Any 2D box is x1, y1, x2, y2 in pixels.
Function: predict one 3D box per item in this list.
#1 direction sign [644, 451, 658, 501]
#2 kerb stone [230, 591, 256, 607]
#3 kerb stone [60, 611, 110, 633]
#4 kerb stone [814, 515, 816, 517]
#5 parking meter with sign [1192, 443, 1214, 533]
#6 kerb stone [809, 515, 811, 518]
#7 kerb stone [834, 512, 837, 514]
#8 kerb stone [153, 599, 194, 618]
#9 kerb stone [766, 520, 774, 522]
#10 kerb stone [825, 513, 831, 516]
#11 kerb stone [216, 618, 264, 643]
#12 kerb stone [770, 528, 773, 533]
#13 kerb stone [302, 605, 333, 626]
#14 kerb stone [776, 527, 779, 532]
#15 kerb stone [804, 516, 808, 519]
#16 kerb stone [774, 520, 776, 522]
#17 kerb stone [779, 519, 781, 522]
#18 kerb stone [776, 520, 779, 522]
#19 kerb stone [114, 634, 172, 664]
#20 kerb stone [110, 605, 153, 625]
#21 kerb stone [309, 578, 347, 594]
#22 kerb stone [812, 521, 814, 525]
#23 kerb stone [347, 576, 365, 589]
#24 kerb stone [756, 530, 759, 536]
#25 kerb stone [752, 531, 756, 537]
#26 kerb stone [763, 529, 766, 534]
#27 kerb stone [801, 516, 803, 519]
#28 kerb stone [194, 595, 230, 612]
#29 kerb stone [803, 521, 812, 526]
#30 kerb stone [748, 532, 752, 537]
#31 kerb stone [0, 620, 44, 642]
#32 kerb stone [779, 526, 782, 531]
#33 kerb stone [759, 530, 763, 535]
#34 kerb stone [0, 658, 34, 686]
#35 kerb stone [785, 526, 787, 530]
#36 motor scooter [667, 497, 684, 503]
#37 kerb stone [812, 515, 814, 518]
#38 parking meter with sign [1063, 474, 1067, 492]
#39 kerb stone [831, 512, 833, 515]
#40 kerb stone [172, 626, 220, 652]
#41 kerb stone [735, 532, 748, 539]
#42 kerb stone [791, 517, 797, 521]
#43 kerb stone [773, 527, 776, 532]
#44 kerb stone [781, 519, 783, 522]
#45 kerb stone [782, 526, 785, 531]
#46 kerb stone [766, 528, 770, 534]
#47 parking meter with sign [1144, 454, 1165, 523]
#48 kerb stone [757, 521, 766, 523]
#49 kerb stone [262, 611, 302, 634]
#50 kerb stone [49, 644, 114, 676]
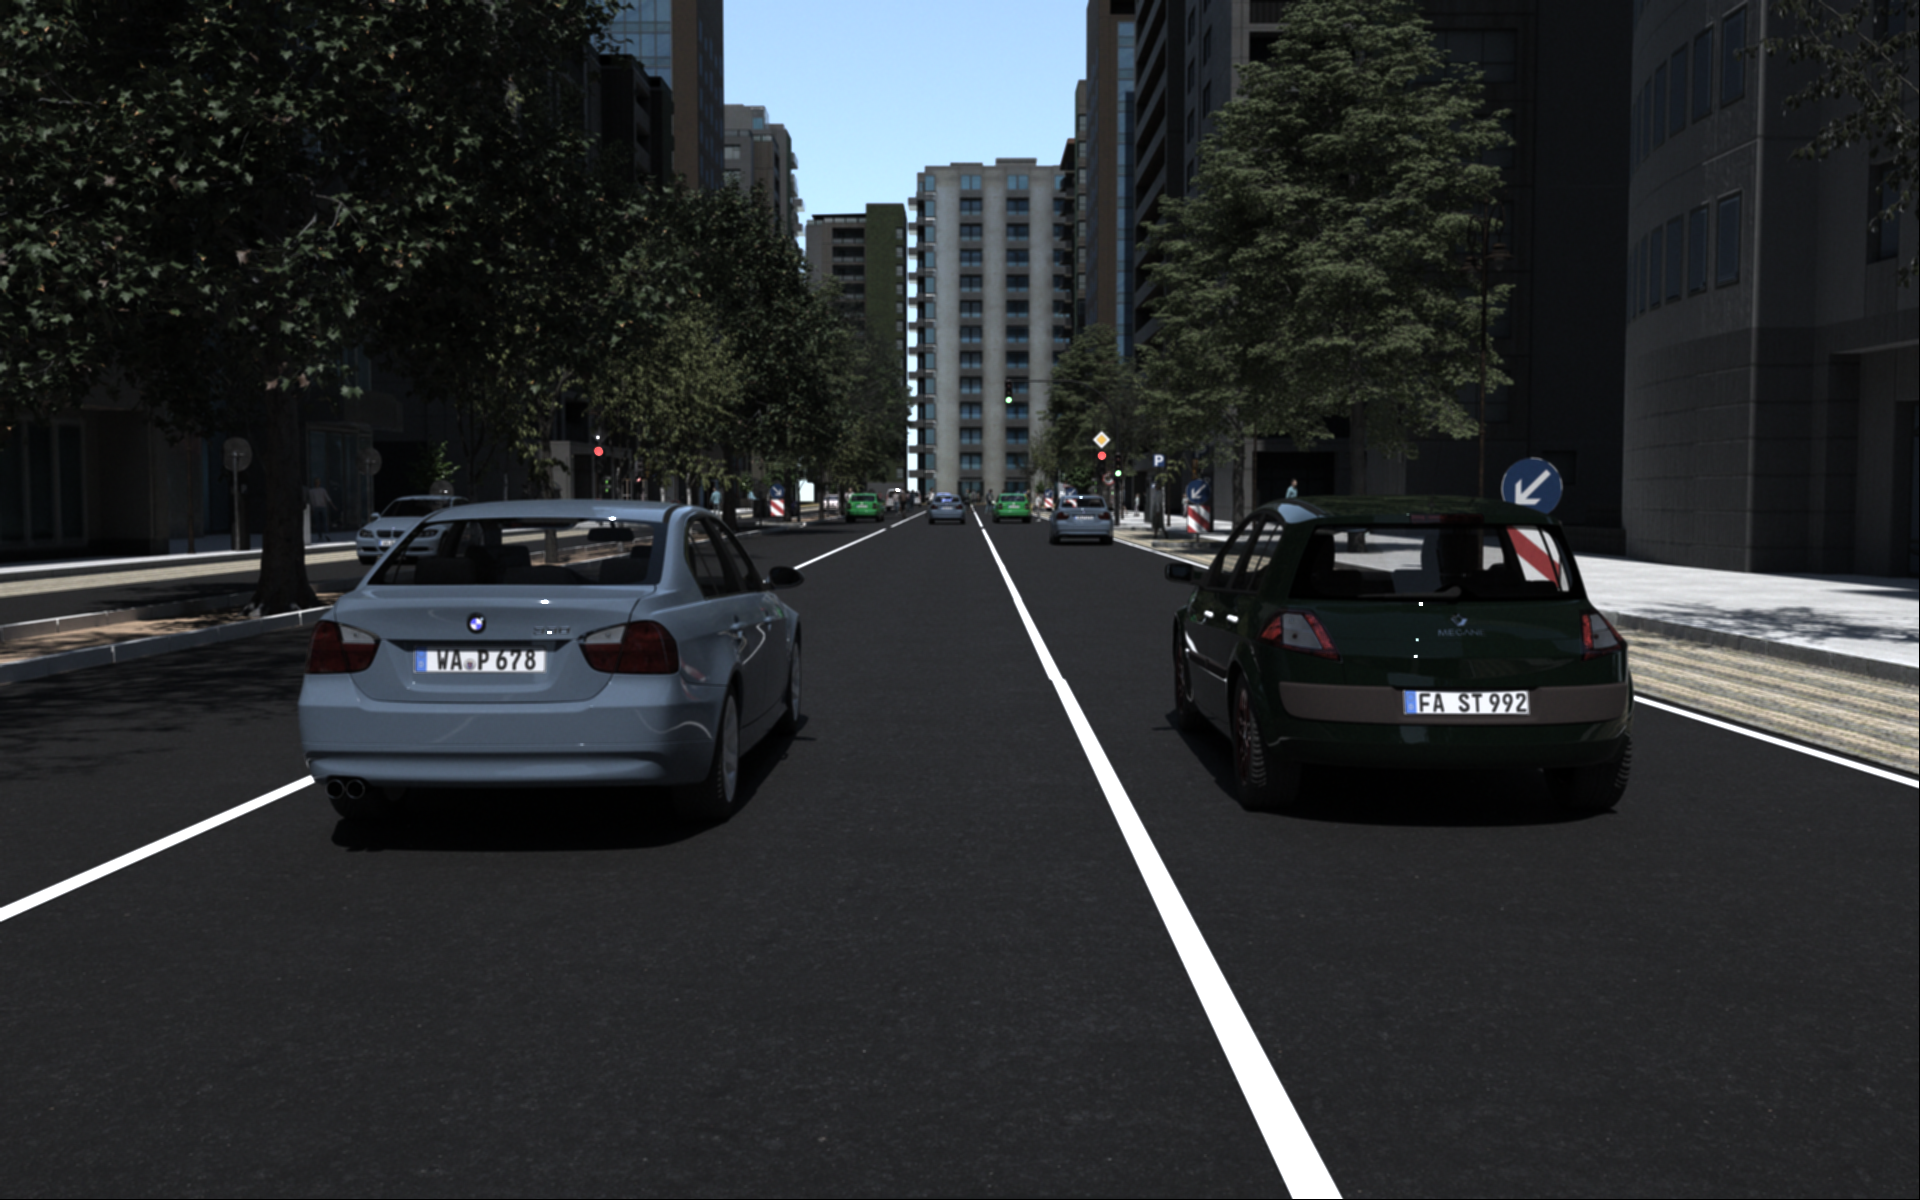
[{"bbox_3d":[-16.186,-6.035,90.672,0.379,3.537,0.876,3,5,41],"label":"direction sign"},{"bbox_3d":[-9.276,-0.008,22.345,0.120,0.150,1.000,0,4,0],"label":"kerb stone"},{"bbox_3d":[-9.295,0.242,18.243,0.120,0.150,1.000,0,4,0],"label":"kerb stone"},{"bbox_3d":[-9.001,-5.059,104.916,0.120,0.150,1.000,0,4,0],"label":"kerb stone"},{"bbox_3d":[8.238,-3.796,58.327,0.543,3.016,1.738,0,4,-3],"label":"parking meter with sign"},{"bbox_3d":[-9.020,-4.866,101.837,0.120,0.150,1.000,0,4,0],"label":"kerb stone"},{"bbox_3d":[-8.947,-6.113,122.334,0.120,0.150,1.000,0,4,0],"label":"kerb stone"},{"bbox_3d":[-9.287,0.117,20.288,0.120,0.150,1.000,0,4,0],"label":"kerb stone"},{"bbox_3d":[-9.084,-3.676,82.325,0.120,0.150,1.000,0,4,0],"label":"kerb stone"},{"bbox_3d":[-8.966,-5.809,117.201,0.120,0.150,1.000,0,4,0],"label":"kerb stone"},{"bbox_3d":[-7.194,0.307,17.182,0.120,0.150,1.000,0,4,0],"label":"kerb stone"},{"bbox_3d":[-7.040,-2.512,63.299,0.120,0.150,1.000,0,4,0],"label":"kerb stone"},{"bbox_3d":[-7.186,0.181,19.235,0.120,0.150,1.000,0,4,0],"label":"kerb stone"},{"bbox_3d":[-7.048,-2.639,65.345,0.120,0.150,1.000,0,4,0],"label":"kerb stone"},{"bbox_3d":[-9.025,-4.745,99.777,0.120,0.150,1.000,0,4,0],"label":"kerb stone"},{"bbox_3d":[-9.075,-3.741,83.354,0.120,0.150,1.000,0,4,0],"label":"kerb stone"},{"bbox_3d":[-9.069,-3.866,85.408,0.120,0.150,1.000,0,4,0],"label":"kerb stone"},{"bbox_3d":[-9.074,-3.801,84.376,0.120,0.150,1.000,0,4,0],"label":"kerb stone"},{"bbox_3d":[-7.204,0.432,15.138,0.120,0.150,1.000,0,4,0],"label":"kerb stone"},{"bbox_3d":[-9.297,0.179,19.265,0.120,0.150,1.000,0,4,0],"label":"kerb stone"},{"bbox_3d":[-9.271,-0.195,25.420,0.120,0.150,1.000,0,4,0],"label":"kerb stone"},{"bbox_3d":[-6.989,-3.544,80.266,0.120,0.150,1.000,0,4,0],"label":"kerb stone"},{"bbox_3d":[-9.264,-0.260,26.441,0.120,0.150,1.000,0,4,0],"label":"kerb stone"},{"bbox_3d":[-7.060,-2.263,59.195,0.120,0.150,1.000,0,4,0],"label":"kerb stone"},{"bbox_3d":[-7.059,-2.200,58.171,0.120,0.150,1.000,0,4,0],"label":"kerb stone"},{"bbox_3d":[-7.051,-2.389,61.255,0.120,0.150,1.000,0,4,0],"label":"kerb stone"},{"bbox_3d":[-9.036,-4.557,96.696,0.120,0.150,1.000,0,4,0],"label":"kerb stone"},{"bbox_3d":[-9.287,0.054,21.319,0.120,0.150,1.000,0,4,0],"label":"kerb stone"},{"bbox_3d":[-6.993,-3.489,79.238,0.120,0.150,1.000,0,4,0],"label":"kerb stone"},{"bbox_3d":[-7.069,-2.137,57.149,0.120,0.150,1.000,0,4,0],"label":"kerb stone"},{"bbox_3d":[-9.294,0.305,17.209,0.120,0.150,1.000,0,4,0],"label":"kerb stone"},{"bbox_3d":[-7.037,-2.702,66.377,0.120,0.150,1.000,0,4,0],"label":"kerb stone"},{"bbox_3d":[-7.057,-2.325,60.217,0.120,0.150,1.000,0,4,0],"label":"kerb stone"},{"bbox_3d":[-7.214,0.560,13.083,0.120,0.150,1.000,0,4,0],"label":"kerb stone"},{"bbox_3d":[-7.031,-2.828,68.427,0.120,0.150,1.000,0,4,0],"label":"kerb stone"},{"bbox_3d":[-13.604,-4.303,83.131,0.815,1.314,1.986,0,3,0],"label":"motor scooter"},{"bbox_3d":[-9.009,-4.992,103.887,0.120,0.150,1.000,0,4,0],"label":"kerb stone"},{"bbox_3d":[8.699,-9.101,145.062,0.543,3.016,1.738,0,4,-4],"label":"parking meter with sign"},{"bbox_3d":[-8.960,-5.874,118.239,0.120,0.150,1.000,0,4,0],"label":"kerb stone"},{"bbox_3d":[-7.203,0.376,16.160,0.120,0.150,1.000,0,4,0],"label":"kerb stone"},{"bbox_3d":[-7.070,-2.075,56.123,0.120,0.150,1.000,0,4,0],"label":"kerb stone"},{"bbox_3d":[-9.043,-4.431,94.642,0.120,0.150,1.000,0,4,0],"label":"kerb stone"},{"bbox_3d":[-7.042,-2.577,64.323,0.120,0.150,1.000,0,4,0],"label":"kerb stone"},{"bbox_3d":[-9.065,-3.927,86.432,0.120,0.150,1.000,0,4,0],"label":"kerb stone"},{"bbox_3d":[-7.035,-2.761,67.405,0.120,0.150,1.000,0,4,0],"label":"kerb stone"},{"bbox_3d":[-7.048,-2.451,62.277,0.120,0.150,1.000,0,4,0],"label":"kerb stone"},{"bbox_3d":[8.552,-4.922,76.732,0.543,3.016,1.738,-1,4,-10],"label":"parking meter with sign"},{"bbox_3d":[-9.089,-3.487,79.242,0.120,0.150,1.000,0,4,0],"label":"kerb stone"},{"bbox_3d":[-7.195,0.244,18.205,0.120,0.150,1.000,0,4,0],"label":"kerb stone"},{"bbox_3d":[-7.217,0.495,14.105,0.120,0.150,1.000,0,4,0],"label":"kerb stone"}]
